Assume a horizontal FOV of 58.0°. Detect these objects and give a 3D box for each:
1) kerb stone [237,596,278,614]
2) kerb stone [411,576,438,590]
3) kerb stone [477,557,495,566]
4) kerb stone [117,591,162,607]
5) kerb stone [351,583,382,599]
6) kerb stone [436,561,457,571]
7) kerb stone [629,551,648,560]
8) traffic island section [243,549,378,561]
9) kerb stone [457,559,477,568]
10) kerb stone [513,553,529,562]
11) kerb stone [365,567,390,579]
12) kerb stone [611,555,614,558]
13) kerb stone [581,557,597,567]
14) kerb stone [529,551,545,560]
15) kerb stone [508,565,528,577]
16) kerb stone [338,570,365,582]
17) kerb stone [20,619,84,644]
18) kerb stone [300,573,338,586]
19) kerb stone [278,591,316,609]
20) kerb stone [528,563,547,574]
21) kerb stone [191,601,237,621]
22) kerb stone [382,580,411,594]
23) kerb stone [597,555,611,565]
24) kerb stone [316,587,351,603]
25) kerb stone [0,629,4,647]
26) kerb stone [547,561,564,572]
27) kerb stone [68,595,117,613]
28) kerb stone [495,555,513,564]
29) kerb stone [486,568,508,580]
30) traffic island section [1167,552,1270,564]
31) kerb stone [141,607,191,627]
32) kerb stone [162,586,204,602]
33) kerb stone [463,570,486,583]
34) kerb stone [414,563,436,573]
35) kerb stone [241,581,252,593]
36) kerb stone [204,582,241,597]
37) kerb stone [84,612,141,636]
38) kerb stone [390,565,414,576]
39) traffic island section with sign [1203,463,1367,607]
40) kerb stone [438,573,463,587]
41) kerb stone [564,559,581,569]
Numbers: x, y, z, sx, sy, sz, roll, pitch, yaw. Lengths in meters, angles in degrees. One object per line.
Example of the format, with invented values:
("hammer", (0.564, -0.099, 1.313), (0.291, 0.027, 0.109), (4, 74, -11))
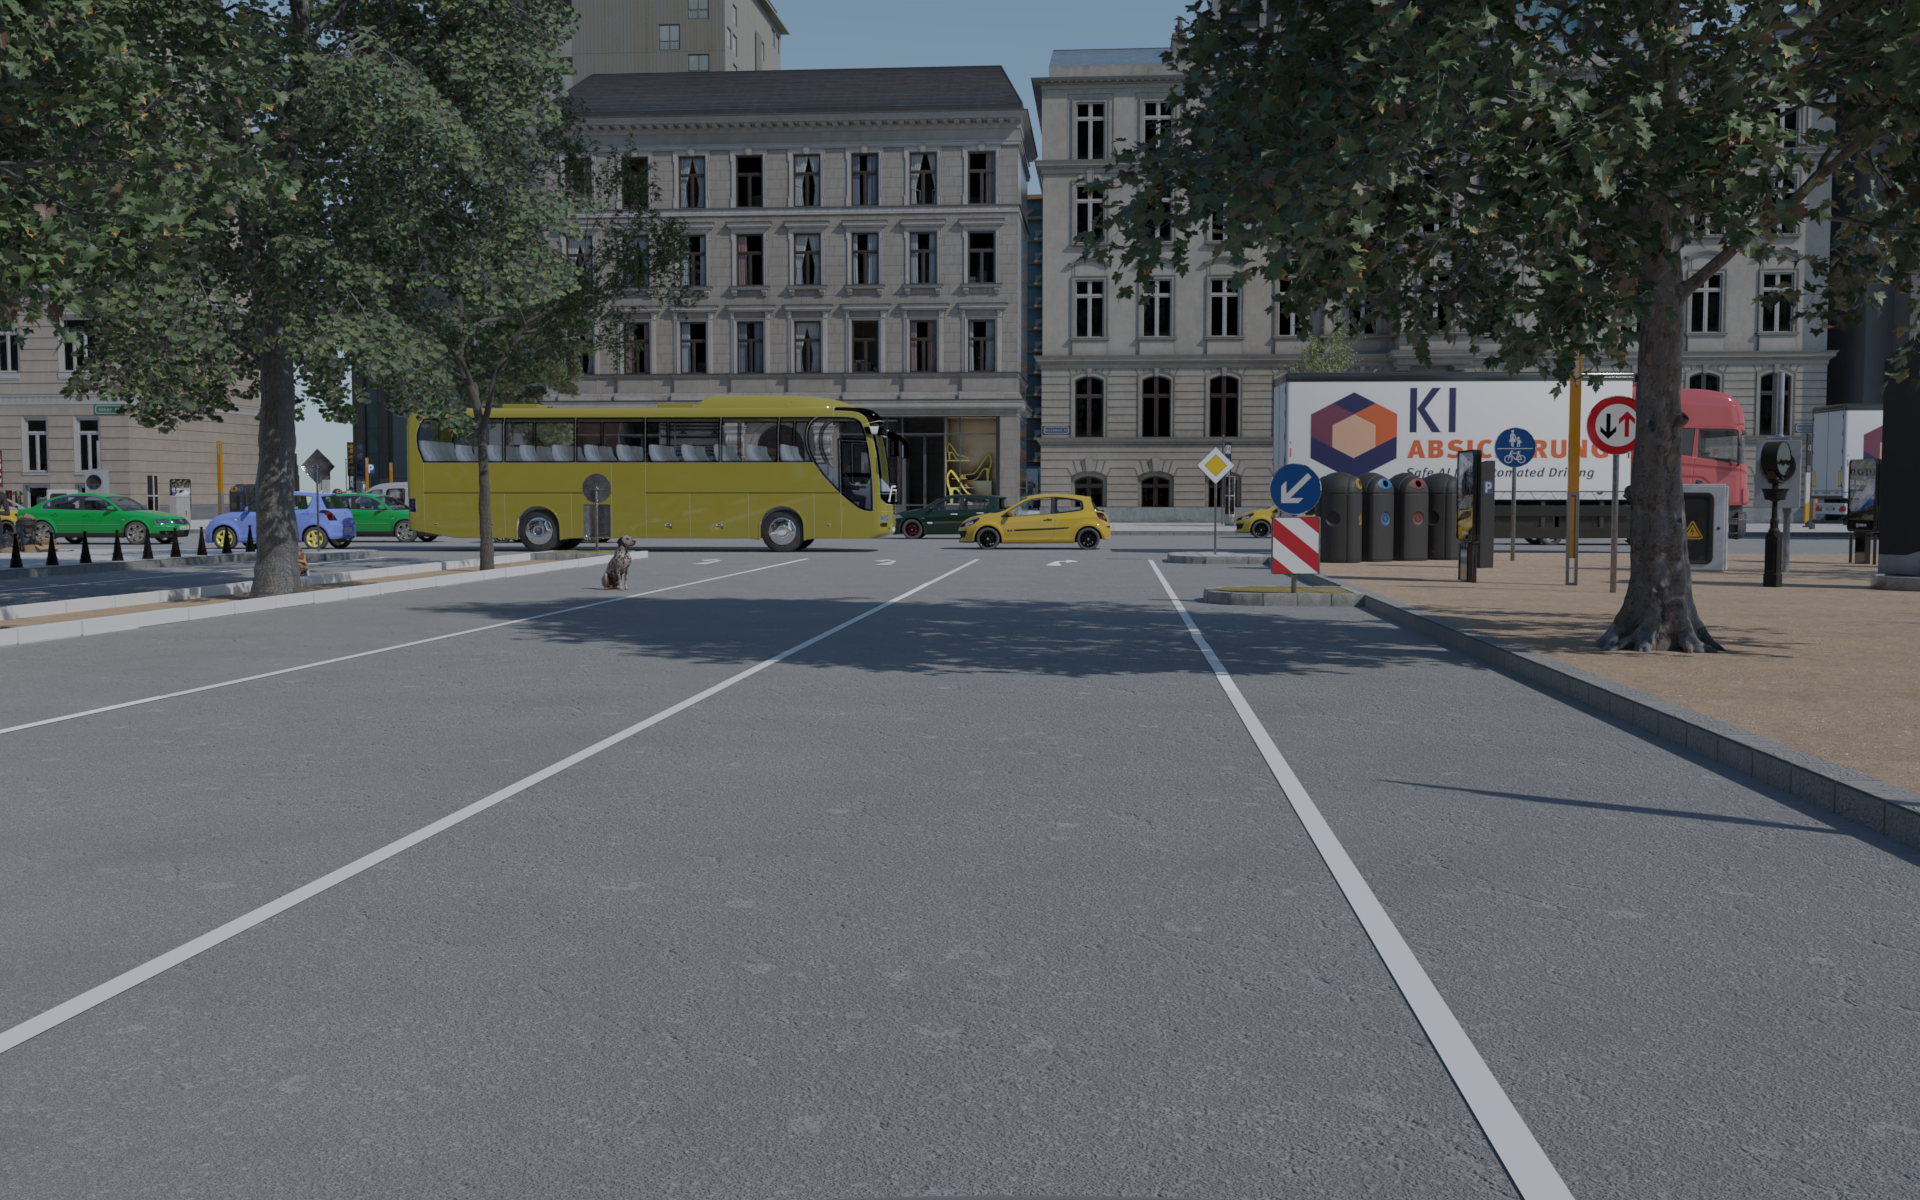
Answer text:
("kerb stone", (-8.631, 0.069, 21.087), (0.120, 0.150, 1.000), (0, 4, 5))
("kerb stone", (-8.189, -0.242, 26.216), (0.120, 0.150, 1.000), (0, 4, 5))
("kerb stone", (-9.572, -0.753, 34.613), (0.120, 0.150, 1.000), (0, 4, 5))
("kerb stone", (-10.639, -0.001, 22.293), (0.120, 0.150, 1.000), (0, 4, 5))
("kerb stone", (-8.362, -0.120, 24.159), (0.120, 0.150, 1.000), (0, 4, 5))
("kerb stone", (-9.753, -0.634, 32.562), (0.120, 0.150, 1.000), (0, 4, 5))
("kerb stone", (-7.130, -0.996, 38.497), (0.120, 0.150, 1.000), (0, 4, 5))
("traffic island section", (-14.278, -0.993, 38.509), (2.009, 0.180, 2.903), (0, 4, 5))
("kerb stone", (-9.664, -0.690, 33.589), (0.120, 0.150, 1.000), (0, 4, 5))
("kerb stone", (-9.393, -0.884, 36.655), (0.120, 0.150, 1.000), (0, 4, 5))
("kerb stone", (-10.010, -0.446, 29.479), (0.120, 0.150, 1.000), (0, 4, 5))
("kerb stone", (-7.310, -0.872, 36.455), (0.120, 0.150, 1.000), (0, 4, 5))
("kerb stone", (-7.478, -0.747, 34.408), (0.120, 0.150, 1.000), (0, 4, 5))
("kerb stone", (-9.308, -0.947, 37.676), (0.120, 0.150, 1.000), (0, 4, 5))
("kerb stone", (-7.829, -0.497, 30.316), (0.120, 0.150, 1.000), (0, 4, 5))
("kerb stone", (-10.092, -0.382, 28.458), (0.120, 0.150, 1.000), (0, 4, 5))
("kerb stone", (-8.978, 0.318, 16.994), (0.120, 0.150, 1.000), (0, 4, 5))
("kerb stone", (-10.182, -0.321, 27.437), (0.120, 0.150, 1.000), (0, 4, 5))
("kerb stone", (-8.547, 0.006, 22.108), (0.120, 0.150, 1.000), (0, 4, 5))
("kerb stone", (-7.742, -0.556, 31.340), (0.120, 0.150, 1.000), (0, 4, 5))
("kerb stone", (-8.719, 0.137, 20.066), (0.120, 0.150, 1.000), (0, 4, 5))
("kerb stone", (-8.277, -0.183, 25.194), (0.120, 0.150, 1.000), (0, 4, 5))
("kerb stone", (-7.394, -0.809, 35.429), (0.120, 0.150, 1.000), (0, 4, 5))
("kerb stone", (-8.449, -0.057, 23.133), (0.120, 0.150, 1.000), (0, 4, 5))
("kerb stone", (-9.069, 0.381, 15.973), (0.120, 0.150, 1.000), (0, 4, 5))
("kerb stone", (-7.659, -0.622, 32.362), (0.120, 0.150, 1.000), (0, 4, 5))
("kerb stone", (-10.724, 0.057, 21.271), (0.120, 0.150, 1.000), (0, 4, 5))
("kerb stone", (-9.488, -0.822, 35.635), (0.120, 0.150, 1.000), (0, 4, 5))
("kerb stone", (-7.923, -0.434, 29.286), (0.120, 0.150, 1.000), (0, 4, 5))
("traffic island section", (5.440, -0.889, 36.811), (2.009, 0.180, 2.903), (0, 4, 5))
("kerb stone", (-8.811, 0.193, 19.045), (0.120, 0.150, 1.000), (0, 4, 5))
("kerb stone", (-10.541, -0.066, 23.325), (0.120, 0.150, 1.000), (0, 4, 5))
("kerb stone", (-8.011, -0.371, 28.262), (0.120, 0.150, 1.000), (0, 4, 5))
("kerb stone", (-9.842, -0.571, 31.537), (0.120, 0.150, 1.000), (0, 4, 5))
("kerb stone", (-10.373, -0.195, 25.383), (0.120, 0.150, 1.000), (0, 4, 5))
("kerb stone", (-10.457, -0.132, 24.356), (0.120, 0.150, 1.000), (0, 4, 5))
("kerb stone", (-8.885, 0.255, 18.023), (0.120, 0.150, 1.000), (0, 4, 5))
("kerb stone", (-9.929, -0.507, 30.512), (0.120, 0.150, 1.000), (0, 4, 5))
("traffic island section with sign", (4.271, -0.882, 23.053), (1.989, 1.847, 2.006), (0, 4, 5))
("kerb stone", (-8.097, -0.307, 27.240), (0.120, 0.150, 1.000), (0, 4, 5))
("kerb stone", (-7.571, -0.681, 33.386), (0.120, 0.150, 1.000), (0, 4, 5))
